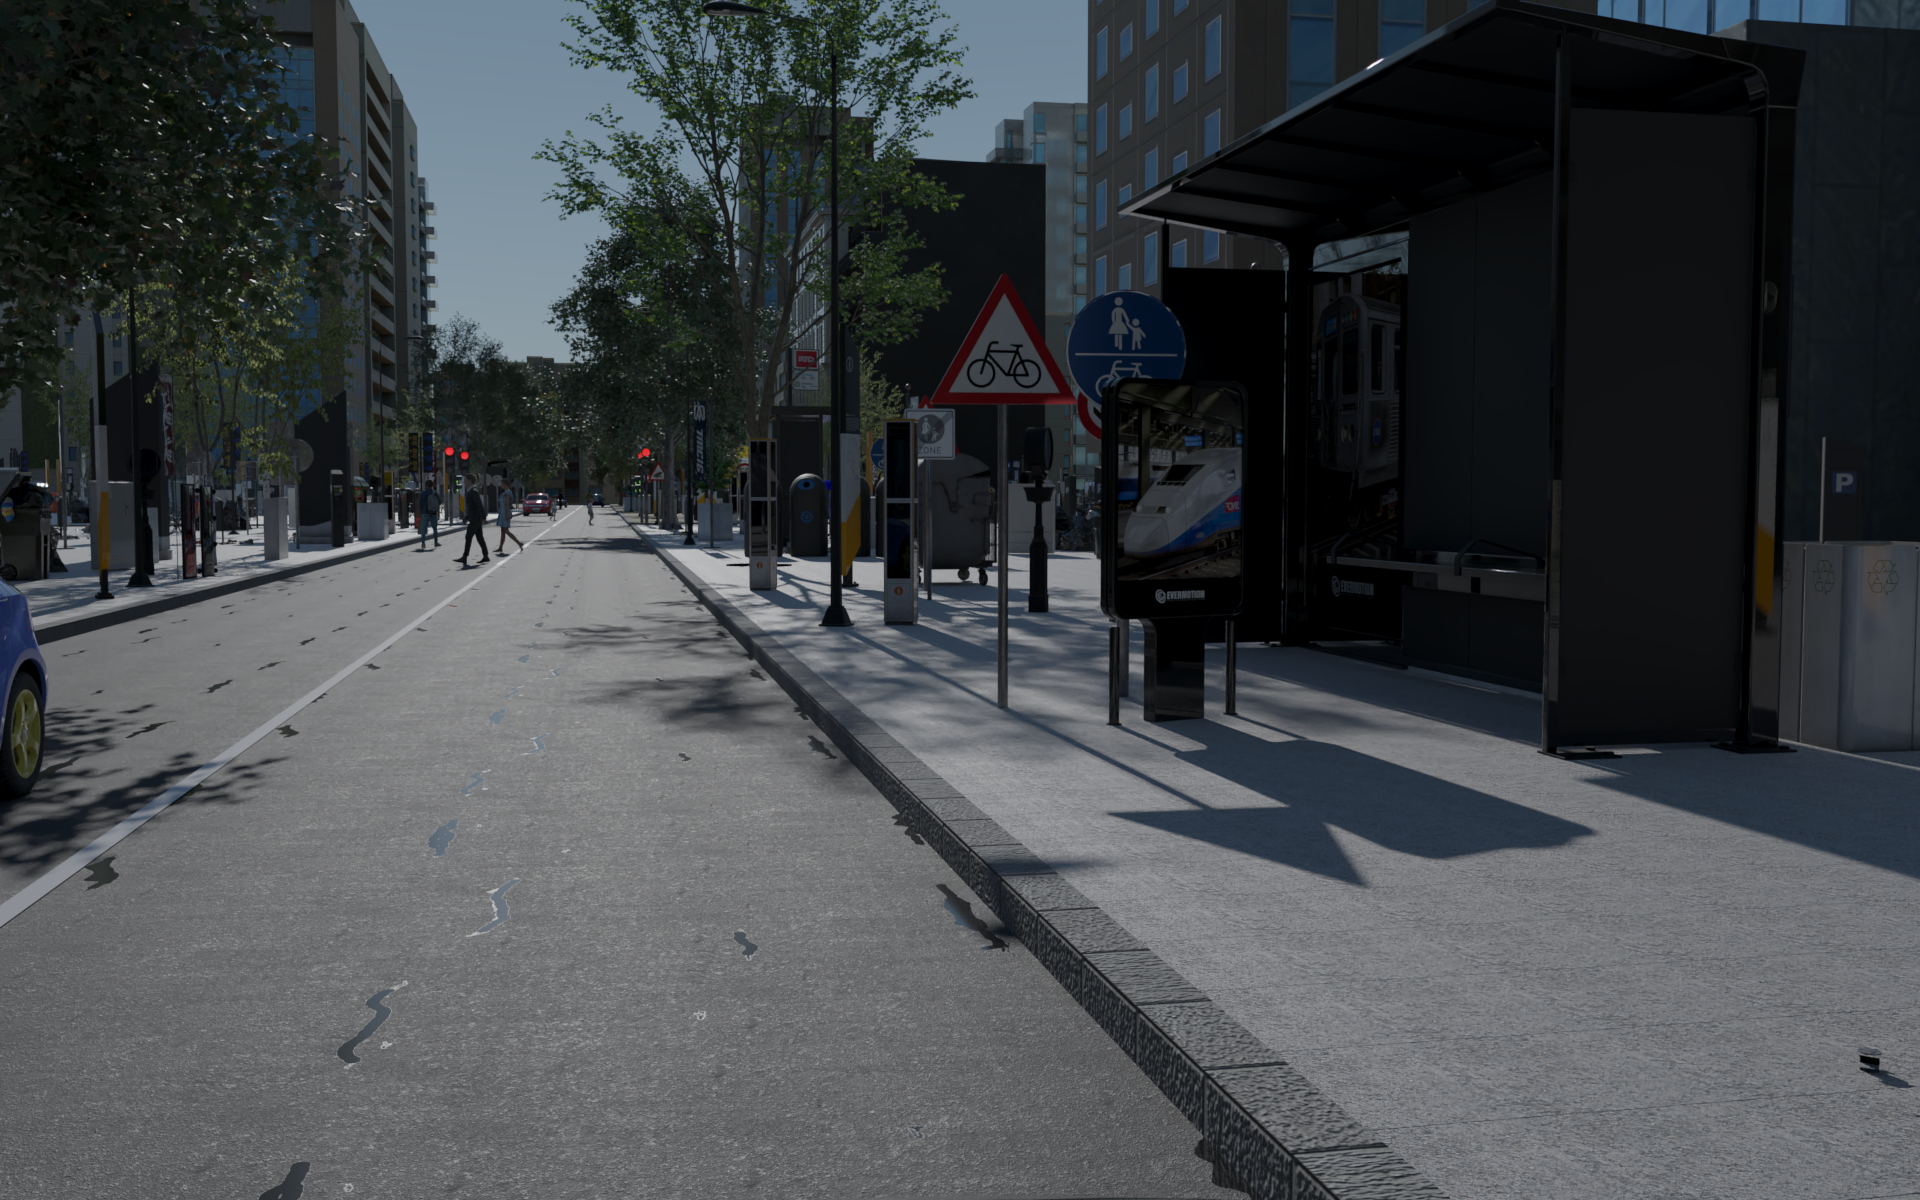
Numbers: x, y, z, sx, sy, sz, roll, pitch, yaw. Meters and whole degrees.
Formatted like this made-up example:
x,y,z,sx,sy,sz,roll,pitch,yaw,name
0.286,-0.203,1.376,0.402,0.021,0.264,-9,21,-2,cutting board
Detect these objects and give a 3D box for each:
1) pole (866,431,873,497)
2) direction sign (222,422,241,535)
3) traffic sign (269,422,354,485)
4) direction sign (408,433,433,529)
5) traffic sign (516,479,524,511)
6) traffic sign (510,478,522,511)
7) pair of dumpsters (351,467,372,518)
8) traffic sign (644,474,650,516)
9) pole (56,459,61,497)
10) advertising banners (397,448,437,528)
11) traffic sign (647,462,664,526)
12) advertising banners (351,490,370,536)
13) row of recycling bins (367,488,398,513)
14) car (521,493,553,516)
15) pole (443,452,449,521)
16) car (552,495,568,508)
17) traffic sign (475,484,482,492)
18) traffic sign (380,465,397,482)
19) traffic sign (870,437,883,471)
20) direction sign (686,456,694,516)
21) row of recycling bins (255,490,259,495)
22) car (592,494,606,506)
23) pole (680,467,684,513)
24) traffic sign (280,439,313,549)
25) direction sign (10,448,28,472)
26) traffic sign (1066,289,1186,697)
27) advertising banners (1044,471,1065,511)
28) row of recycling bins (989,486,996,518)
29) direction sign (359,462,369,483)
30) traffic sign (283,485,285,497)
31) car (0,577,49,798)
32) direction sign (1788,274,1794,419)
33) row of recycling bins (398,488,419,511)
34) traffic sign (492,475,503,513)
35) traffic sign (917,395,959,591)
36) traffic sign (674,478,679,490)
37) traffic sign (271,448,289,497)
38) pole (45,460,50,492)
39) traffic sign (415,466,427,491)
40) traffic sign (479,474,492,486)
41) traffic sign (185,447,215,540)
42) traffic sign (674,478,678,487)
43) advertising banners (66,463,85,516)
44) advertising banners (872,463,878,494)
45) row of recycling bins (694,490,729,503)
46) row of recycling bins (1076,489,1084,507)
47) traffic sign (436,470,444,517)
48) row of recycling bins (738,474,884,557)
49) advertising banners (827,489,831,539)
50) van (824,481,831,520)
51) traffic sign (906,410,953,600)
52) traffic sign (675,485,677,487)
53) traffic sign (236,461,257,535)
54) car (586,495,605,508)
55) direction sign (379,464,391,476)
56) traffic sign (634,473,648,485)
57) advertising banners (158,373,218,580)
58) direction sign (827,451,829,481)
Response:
x,y,z,sx,sy,sz,roll,pitch,yaw,name
-2.958,-3.833,56.515,0.158,3.312,0.155,0,3,0,pole
-22.998,-3.838,54.754,0.379,3.537,0.876,1,4,11,direction sign
-18.229,-3.355,48.721,2.265,3.308,0.079,0,4,-7,traffic sign
-19.867,-4.396,63.870,0.876,3.537,0.379,0,4,-1,direction sign
-34.415,-8.184,134.995,0.795,2.450,0.064,0,4,-7,traffic sign
-34.263,-8.176,133.679,0.884,2.594,0.081,-1,4,-11,traffic sign
-21.626,-3.550,60.533,1.574,2.255,4.437,-1,4,-12,pair of dumpsters
-18.859,-6.324,103.503,0.768,2.556,0.104,0,4,-5,traffic sign
-53.100,-6.619,102.070,0.158,3.312,0.155,0,3,0,pole
-20.351,-4.209,65.006,2.074,3.025,0.090,2,4,29,advertising banners
-12.090,-4.251,69.503,0.884,2.594,0.081,0,4,-4,traffic sign
-18.891,-3.431,52.291,2.074,3.025,0.090,-2,4,-32,advertising banners
-37.783,-6.293,109.996,3.534,1.692,1.069,0,4,3,row of recycling bins
-27.626,-6.383,113.408,2.155,1.783,4.494,-1,4,-10,car
-24.766,-5.479,83.424,0.158,3.312,0.155,0,3,0,pole
-42.038,-10.328,181.438,1.945,1.354,3.894,-1,4,-12,car
-41.298,-9.086,148.561,0.884,2.594,0.081,-1,4,-9,traffic sign
-25.181,-4.653,76.078,0.884,2.594,0.081,-1,4,-10,traffic sign
-1.616,-2.351,38.551,0.768,2.556,0.104,0,4,-3,traffic sign
-15.879,-6.796,103.110,0.876,3.537,0.379,0,4,-7,direction sign
-54.312,-7.938,136.894,3.534,1.692,1.069,-3,4,-36,row of recycling bins
-44.418,-12.251,212.095,2.131,1.459,4.920,-1,4,-12,car
-19.137,-7.674,119.312,0.158,3.312,0.155,0,3,0,pole
-15.409,-2.455,40.239,0.768,2.556,0.104,0,4,-5,traffic sign
-49.436,-6.062,91.115,0.876,3.537,0.379,0,4,3,direction sign
1.031,-0.660,10.901,0.768,2.556,0.104,0,4,-8,traffic sign
3.454,-4.150,64.048,0.090,3.025,2.074,2,4,34,advertising banners
2.775,-5.004,88.928,3.534,1.692,1.069,0,4,3,row of recycling bins
-42.421,-8.033,123.340,0.379,3.537,0.876,2,4,24,direction sign
-22.026,-3.320,56.407,0.606,2.300,0.079,0,4,-3,traffic sign
-4.986,0.171,6.799,1.945,1.707,3.694,-1,4,-12,car
8.164,-1.594,18.060,0.876,3.537,0.379,1,4,17,direction sign
-38.850,-6.934,120.481,3.534,1.692,1.069,1,4,14,row of recycling bins
-30.666,-7.016,114.816,0.768,2.556,0.104,0,4,-4,traffic sign
-0.454,-1.400,22.891,0.884,2.594,0.081,0,4,-6,traffic sign
-21.213,-7.853,128.495,0.768,2.556,0.104,0,4,-3,traffic sign
-18.652,-2.904,47.585,0.768,2.556,0.104,0,4,-5,traffic sign
-54.141,-6.665,102.819,0.158,3.312,0.155,0,3,0,pole
-24.632,-4.861,79.586,0.768,2.556,0.104,0,4,-5,traffic sign
-29.377,-6.555,107.272,0.768,2.556,0.104,0,4,-3,traffic sign
-20.660,-2.874,47.094,0.768,2.556,0.104,0,4,-5,traffic sign
-21.063,-7.757,126.937,0.768,2.556,0.104,-1,4,-11,traffic sign
-50.463,-6.275,98.791,2.074,3.025,0.090,2,4,29,advertising banners
-4.993,-5.559,87.072,2.074,3.025,0.090,-2,4,-23,advertising banners
-16.692,-6.750,117.477,3.534,1.692,1.069,-1,4,-14,row of recycling bins
9.854,-8.221,141.520,1.069,1.692,3.534,3,4,37,row of recycling bins
-27.797,-5.654,92.444,0.884,2.594,0.081,-1,4,-11,traffic sign
-2.702,-1.740,35.564,3.534,1.692,1.069,0,4,3,row of recycling bins
-3.907,-3.307,50.262,0.090,3.025,2.074,-1,4,-18,advertising banners
-6.277,-4.426,76.753,5.245,2.365,2.240,-1,4,-13,van
-0.368,-1.145,20.848,0.606,2.300,0.079,-1,4,-9,traffic sign
-21.296,-7.846,128.289,0.884,2.594,0.081,-1,4,-12,traffic sign
-22.149,-3.161,53.807,0.606,2.300,0.079,0,4,-5,traffic sign
-38.397,-10.388,182.424,1.945,1.354,3.894,-1,4,-11,car
-43.843,-8.567,132.060,0.876,3.537,0.379,-2,4,-32,direction sign
-18.064,-5.994,98.107,0.768,2.556,0.104,0,4,-8,traffic sign
-11.668,-1.834,26.180,0.090,3.025,2.074,0,4,-4,advertising banners
-6.910,-6.050,90.906,0.379,3.537,0.876,-1,4,-10,direction sign
